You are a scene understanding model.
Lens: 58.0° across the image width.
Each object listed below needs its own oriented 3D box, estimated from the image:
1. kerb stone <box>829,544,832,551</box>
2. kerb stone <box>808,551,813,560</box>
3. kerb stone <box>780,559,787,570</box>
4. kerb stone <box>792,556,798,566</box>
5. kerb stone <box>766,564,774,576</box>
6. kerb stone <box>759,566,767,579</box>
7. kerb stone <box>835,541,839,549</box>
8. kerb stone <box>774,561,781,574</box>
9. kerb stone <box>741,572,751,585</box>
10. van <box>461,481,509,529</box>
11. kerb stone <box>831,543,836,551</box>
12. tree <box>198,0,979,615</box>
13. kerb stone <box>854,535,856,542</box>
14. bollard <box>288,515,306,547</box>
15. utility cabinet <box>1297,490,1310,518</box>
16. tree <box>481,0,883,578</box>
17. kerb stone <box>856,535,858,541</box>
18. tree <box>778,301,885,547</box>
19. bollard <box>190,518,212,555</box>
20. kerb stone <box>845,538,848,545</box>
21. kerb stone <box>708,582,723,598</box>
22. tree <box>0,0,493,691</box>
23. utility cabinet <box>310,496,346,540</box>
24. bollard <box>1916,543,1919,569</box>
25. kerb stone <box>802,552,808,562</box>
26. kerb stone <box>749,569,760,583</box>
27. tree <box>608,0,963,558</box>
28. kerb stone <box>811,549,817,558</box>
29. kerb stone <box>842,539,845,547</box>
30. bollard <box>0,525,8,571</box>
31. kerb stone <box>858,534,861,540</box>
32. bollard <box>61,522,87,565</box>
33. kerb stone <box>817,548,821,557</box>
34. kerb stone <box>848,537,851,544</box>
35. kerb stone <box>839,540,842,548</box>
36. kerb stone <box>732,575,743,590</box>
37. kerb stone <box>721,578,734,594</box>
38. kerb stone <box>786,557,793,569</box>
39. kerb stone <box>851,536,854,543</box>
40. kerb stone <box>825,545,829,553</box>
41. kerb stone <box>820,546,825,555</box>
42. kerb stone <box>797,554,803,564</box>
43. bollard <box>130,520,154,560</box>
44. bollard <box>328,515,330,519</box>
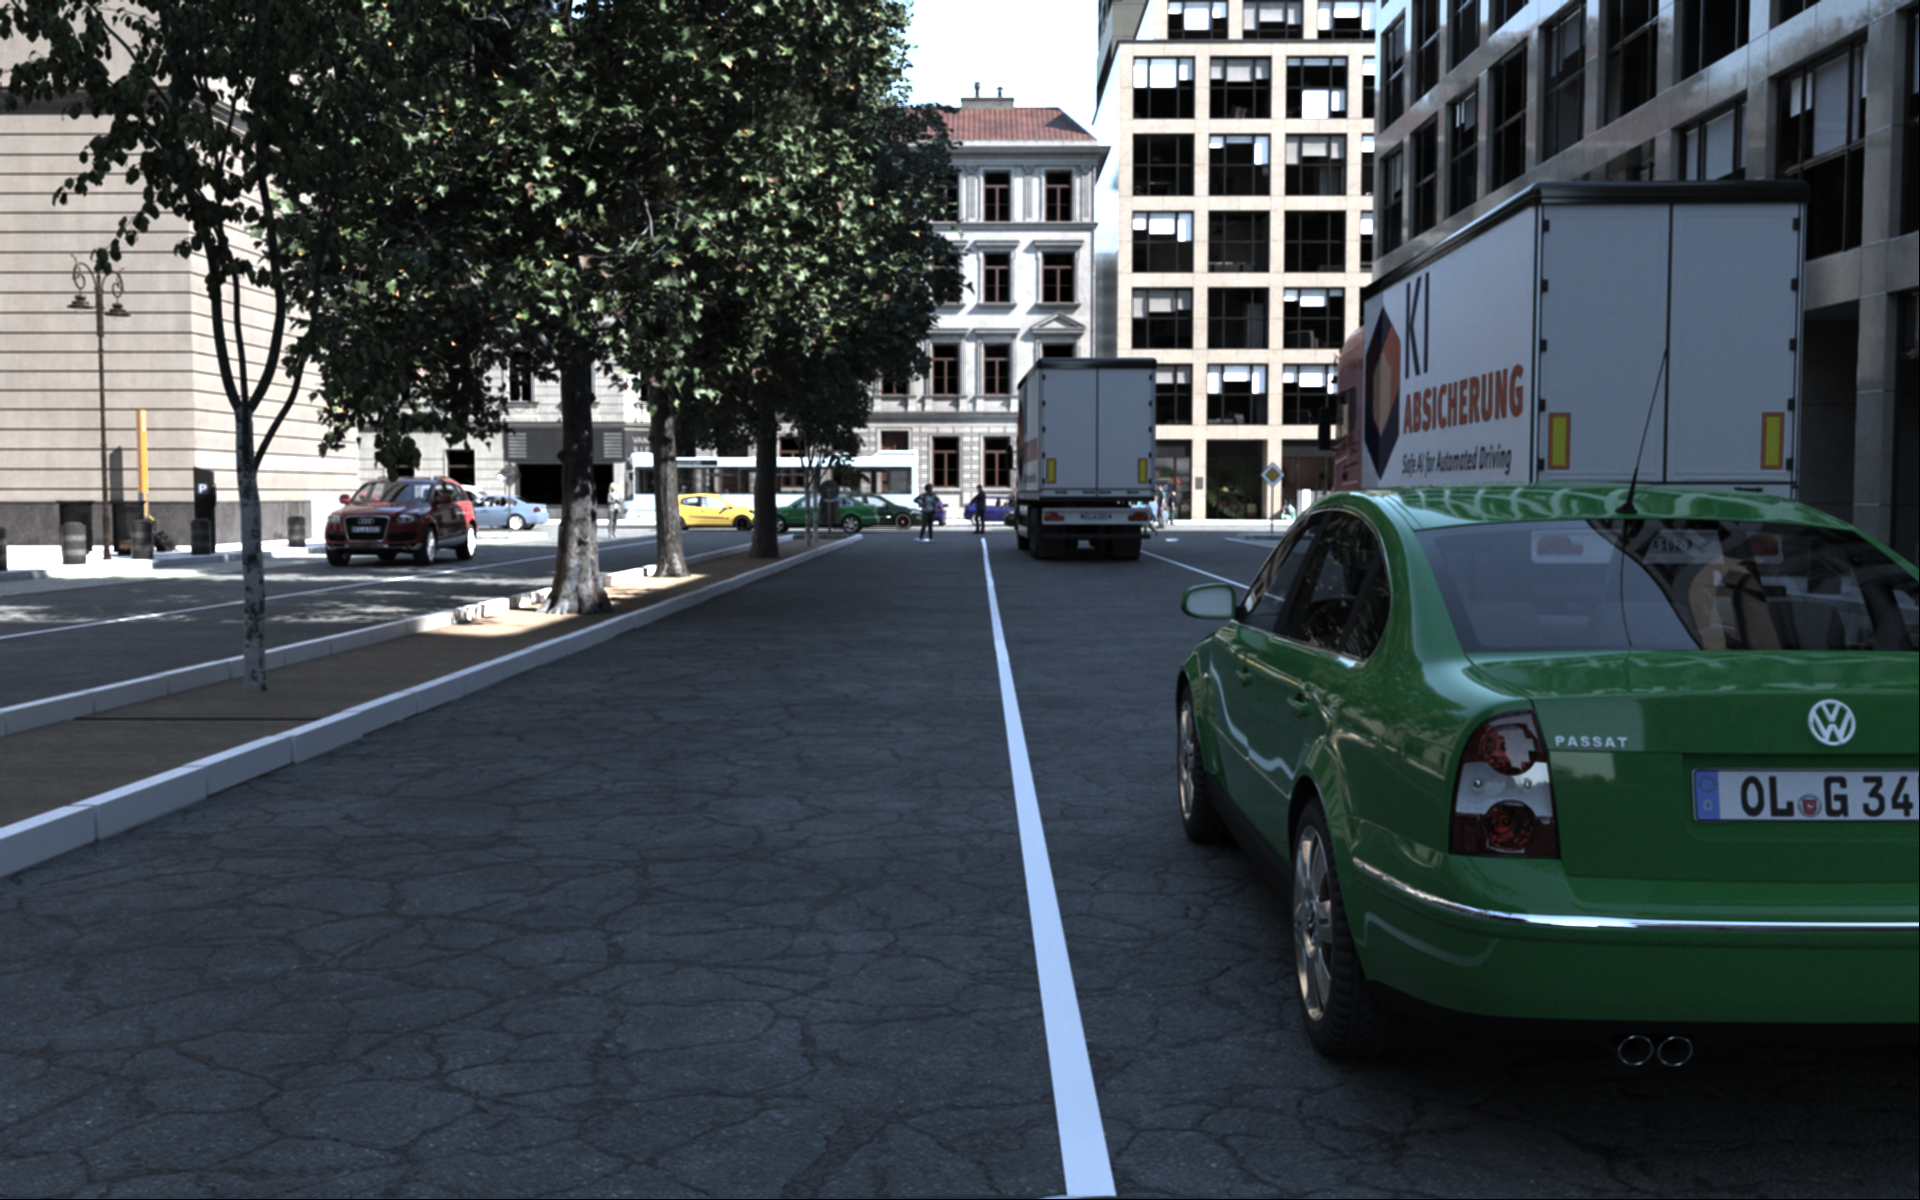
[{"bbox_3d":[-3.307,-1.250,42.650,0.120,0.150,1.000,0,4,1],"label":"kerb stone"},{"bbox_3d":[-3.346,-0.935,37.489,0.120,0.150,1.000,0,4,1],"label":"kerb stone"},{"bbox_3d":[-3.391,-0.618,32.359,0.120,0.150,1.000,0,4,1],"label":"kerb stone"},{"bbox_3d":[-3.376,-0.747,34.410,0.120,0.150,1.000,0,4,1],"label":"kerb stone"},{"bbox_3d":[-3.409,-0.491,30.291,0.120,0.150,1.000,0,4,1],"label":"kerb stone"},{"bbox_3d":[-3.421,-0.432,29.265,0.120,0.150,1.000,0,4,1],"label":"kerb stone"},{"bbox_3d":[-3.280,-1.377,44.711,0.120,0.150,1.000,0,4,1],"label":"kerb stone"},{"bbox_3d":[-3.395,-0.558,31.324,0.120,0.150,1.000,0,4,1],"label":"kerb stone"},{"bbox_3d":[-3.442,-0.307,27.209,0.120,0.150,1.000,0,4,1],"label":"kerb stone"},{"bbox_3d":[-20.297,-3.960,71.760,4.112,2.044,2.013,0,4,2],"label":"van"},{"bbox_3d":[-3.293,-1.308,43.678,0.120,0.150,1.000,0,4,1],"label":"kerb stone"},{"bbox_3d":[-4.601,-6.187,20.622,9.611,12.733,9.660,0,3,0],"label":"tree"},{"bbox_3d":[-3.222,-1.753,50.879,0.120,0.150,1.000,0,4,1],"label":"kerb stone"},{"bbox_3d":[-16.022,-1.658,41.828,0.404,0.777,0.398,0,3,0],"label":"bollard"},{"bbox_3d":[16.738,-4.633,84.435,0.318,1.500,1.173,2,4,29],"label":"utility cabinet"},{"bbox_3d":[-5.159,-7.317,29.510,7.806,13.903,7.818,0,3,0],"label":"tree"},{"bbox_3d":[-3.214,-1.814,51.915,0.120,0.150,1.000,0,4,1],"label":"kerb stone"},{"bbox_3d":[-4.239,-5.992,50.788,4.737,8.622,4.395,0,3,0],"label":"tree"},{"bbox_3d":[-16.065,-1.342,36.657,0.404,0.777,0.398,0,3,0],"label":"bollard"},{"bbox_3d":[-3.254,-1.564,47.789,0.120,0.150,1.000,0,4,1],"label":"kerb stone"},{"bbox_3d":[-3.472,-0.118,24.123,0.120,0.150,1.000,0,4,1],"label":"kerb stone"},{"bbox_3d":[-5.071,-3.624,12.069,4.737,8.622,4.395,0,3,0],"label":"tree"},{"bbox_3d":[-17.710,-2.299,48.749,1.020,1.237,0.306,0,4,1],"label":"utility cabinet"},{"bbox_3d":[11.136,-0.309,19.770,0.404,0.777,0.398,0,3,0],"label":"bollard"},{"bbox_3d":[-3.353,-0.868,36.464,0.120,0.150,1.000,0,4,1],"label":"kerb stone"},{"bbox_3d":[-3.432,-0.369,28.235,0.120,0.150,1.000,0,4,1],"label":"kerb stone"},{"bbox_3d":[-4.393,-7.908,38.416,9.857,13.997,8.962,0,3,0],"label":"tree"},{"bbox_3d":[-3.335,-0.994,38.526,0.120,0.150,1.000,0,4,1],"label":"kerb stone"},{"bbox_3d":[-3.268,-1.503,46.762,0.120,0.150,1.000,0,4,1],"label":"kerb stone"},{"bbox_3d":[-16.136,-0.868,28.914,0.404,0.777,0.398,0,3,0],"label":"bollard"},{"bbox_3d":[-3.210,-1.879,52.941,0.120,0.150,1.000,0,4,1],"label":"kerb stone"},{"bbox_3d":[-16.111,-1.026,31.491,0.404,0.777,0.398,0,3,0],"label":"bollard"},{"bbox_3d":[-3.328,-1.057,39.552,0.120,0.150,1.000,0,4,1],"label":"kerb stone"},{"bbox_3d":[-3.251,-1.624,48.822,0.120,0.150,1.000,0,4,1],"label":"kerb stone"},{"bbox_3d":[-3.269,-1.433,45.737,0.120,0.150,1.000,0,4,1],"label":"kerb stone"},{"bbox_3d":[-3.439,-0.240,26.183,0.120,0.150,1.000,0,4,1],"label":"kerb stone"},{"bbox_3d":[-3.456,-0.180,25.149,0.120,0.150,1.000,0,4,1],"label":"kerb stone"},{"bbox_3d":[-3.377,-0.682,33.385,0.120,0.150,1.000,0,4,1],"label":"kerb stone"},{"bbox_3d":[-3.226,-1.685,49.852,0.120,0.150,1.000,0,4,1],"label":"kerb stone"},{"bbox_3d":[-3.308,-1.188,41.624,0.120,0.150,1.000,0,4,1],"label":"kerb stone"},{"bbox_3d":[-3.316,-1.125,40.587,0.120,0.150,1.000,0,4,1],"label":"kerb stone"},{"bbox_3d":[-3.368,-0.810,35.436,0.120,0.150,1.000,0,4,1],"label":"kerb stone"},{"bbox_3d":[-16.092,-1.184,34.068,0.404,0.777,0.398,0,3,0],"label":"bollard"},{"bbox_3d":[-15.999,-1.816,44.412,0.404,0.777,0.398,0,3,0],"label":"bollard"}]
